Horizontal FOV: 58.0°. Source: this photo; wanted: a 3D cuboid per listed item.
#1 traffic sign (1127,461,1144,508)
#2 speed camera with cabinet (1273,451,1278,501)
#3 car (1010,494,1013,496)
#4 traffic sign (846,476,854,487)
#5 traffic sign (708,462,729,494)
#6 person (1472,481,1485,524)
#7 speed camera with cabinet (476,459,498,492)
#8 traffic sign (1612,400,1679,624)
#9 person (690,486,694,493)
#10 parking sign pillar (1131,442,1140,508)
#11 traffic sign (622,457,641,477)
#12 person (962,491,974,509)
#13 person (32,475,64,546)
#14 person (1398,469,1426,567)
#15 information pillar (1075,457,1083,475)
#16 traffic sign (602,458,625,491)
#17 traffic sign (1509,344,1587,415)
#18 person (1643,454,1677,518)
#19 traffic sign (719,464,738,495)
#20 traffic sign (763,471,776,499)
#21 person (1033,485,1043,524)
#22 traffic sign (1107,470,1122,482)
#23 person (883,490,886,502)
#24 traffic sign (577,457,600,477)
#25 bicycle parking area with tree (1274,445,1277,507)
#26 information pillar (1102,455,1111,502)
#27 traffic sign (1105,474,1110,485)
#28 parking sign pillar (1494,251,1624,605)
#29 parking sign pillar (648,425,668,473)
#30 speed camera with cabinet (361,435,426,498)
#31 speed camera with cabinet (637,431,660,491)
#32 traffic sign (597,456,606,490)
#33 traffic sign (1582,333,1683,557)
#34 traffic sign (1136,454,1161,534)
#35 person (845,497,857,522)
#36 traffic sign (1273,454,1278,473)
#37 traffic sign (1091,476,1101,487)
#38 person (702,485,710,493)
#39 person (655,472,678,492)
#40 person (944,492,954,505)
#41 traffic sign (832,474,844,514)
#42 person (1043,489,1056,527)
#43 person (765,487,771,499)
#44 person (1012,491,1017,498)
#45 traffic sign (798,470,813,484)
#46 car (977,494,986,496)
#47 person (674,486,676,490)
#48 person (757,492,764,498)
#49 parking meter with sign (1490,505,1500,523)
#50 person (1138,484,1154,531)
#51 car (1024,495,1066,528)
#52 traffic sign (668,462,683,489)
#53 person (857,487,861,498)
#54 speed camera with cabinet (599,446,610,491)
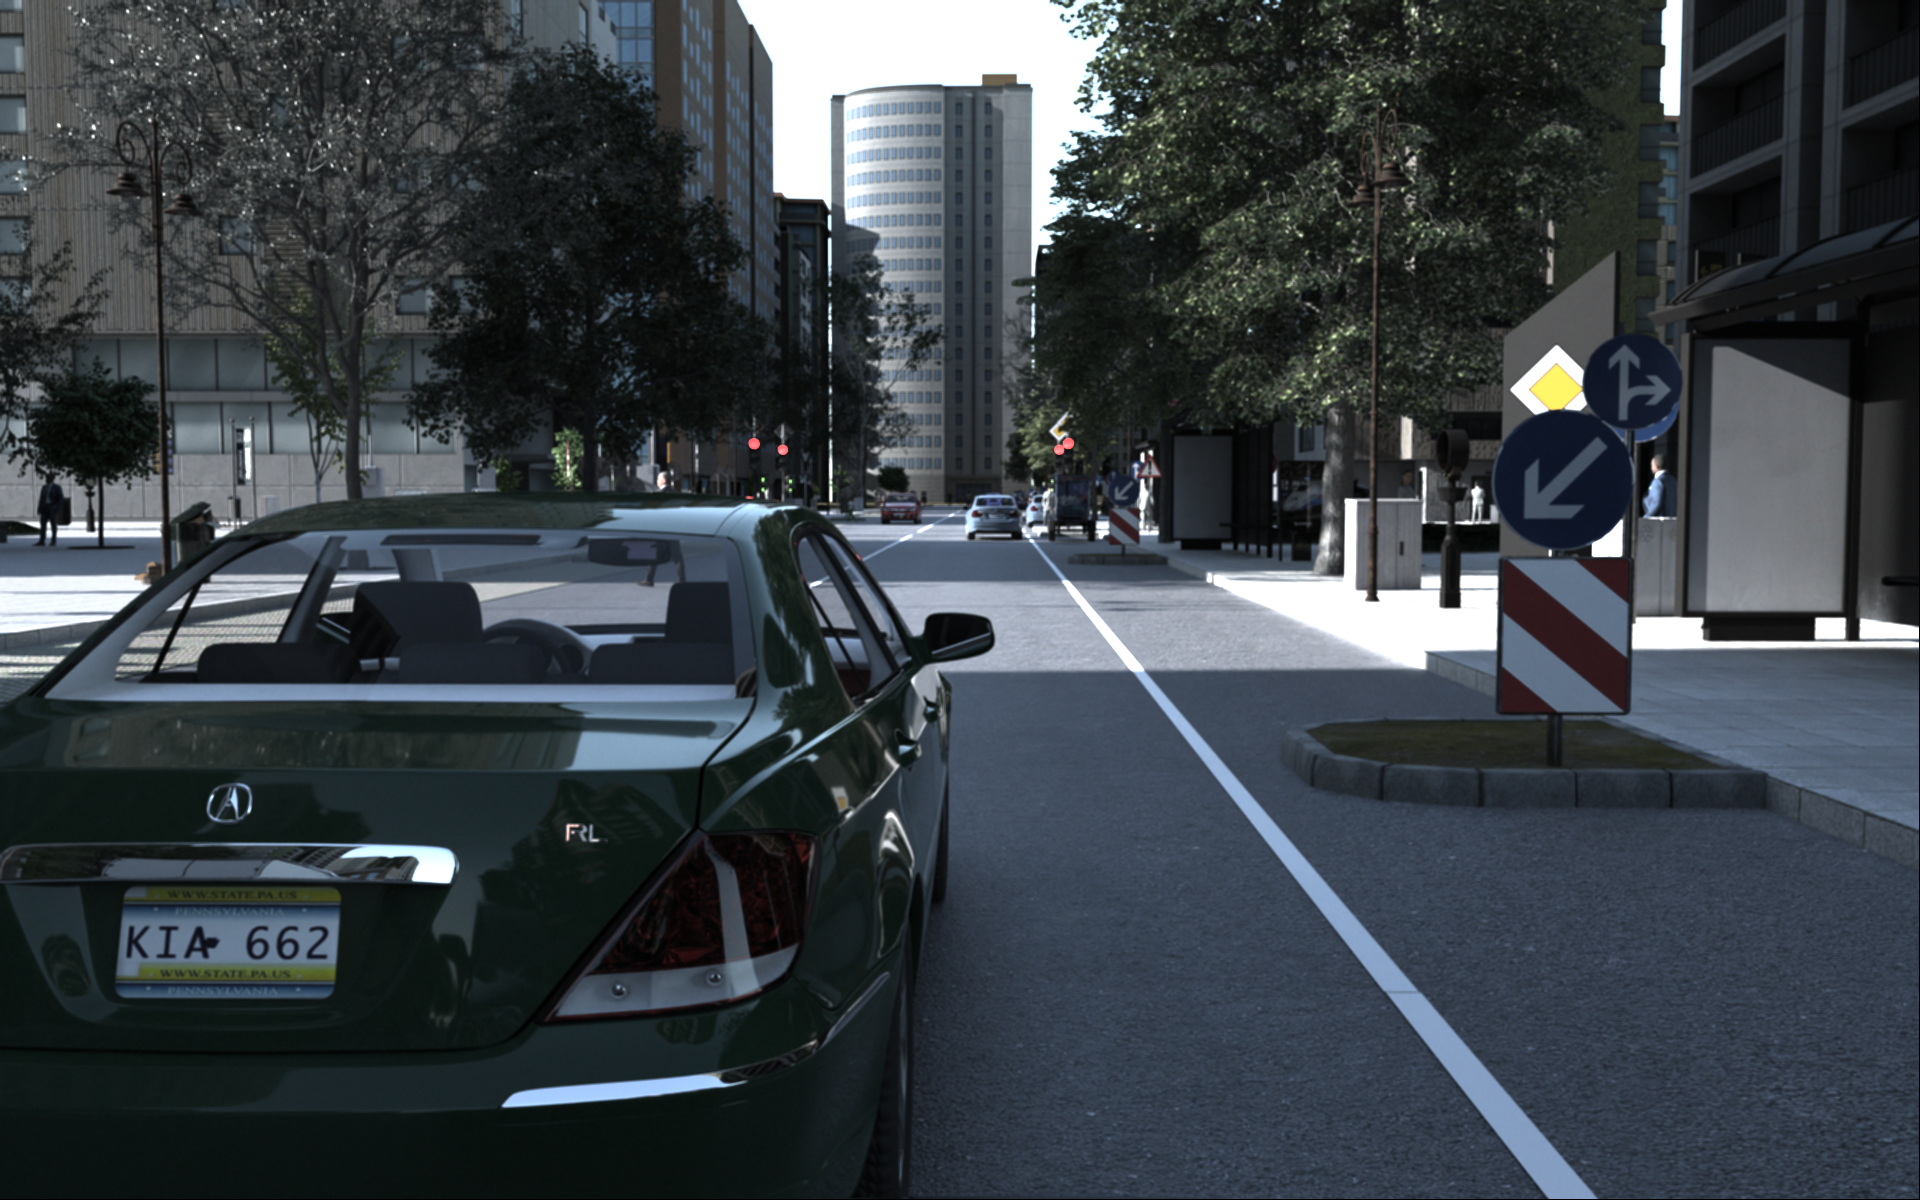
[{"bbox_3d":[6.746,-4.021,65.850,0.768,2.556,0.104,0,4,7],"label":"traffic sign"},{"bbox_3d":[10.784,-3.767,55.921,2.038,3.252,0.660,1,4,17],"label":"speed camera with cabinet"},{"bbox_3d":[5.811,-10.468,179.940,1.959,1.807,4.718,0,4,1],"label":"car"},{"bbox_3d":[-7.817,-7.460,122.070,0.768,2.556,0.104,1,4,11],"label":"traffic sign"},{"bbox_3d":[-9.881,-4.335,70.881,0.884,2.594,0.081,0,4,7],"label":"traffic sign"},{"bbox_3d":[21.056,-3.925,70.405,0.511,1.800,0.466,1,4,14],"label":"person"},{"bbox_3d":[-15.533,-3.824,56.850,0.660,3.252,2.038,-1,4,-11],"label":"speed camera with cabinet"},{"bbox_3d":[6.644,-1.036,17.051,0.768,2.556,0.104,1,4,11],"label":"traffic sign"},{"bbox_3d":[-18.002,-6.747,116.483,0.853,1.813,0.709,-1,4,-21],"label":"person"},{"bbox_3d":[9.114,-6.194,89.747,1.447,3.967,1.447,-1,4,-15],"label":"parking sign pillar"},{"bbox_3d":[-10.929,-3.495,57.253,0.768,2.556,0.104,0,4,4],"label":"traffic sign"},{"bbox_3d":[0.734,-8.700,151.456,1.217,1.736,0.721,1,4,10],"label":"person"},{"bbox_3d":[-22.605,-2.248,42.978,0.721,1.800,0.419,0,4,3],"label":"person"},{"bbox_3d":[7.859,-1.458,30.631,0.760,1.731,0.466,0,4,3],"label":"person"},{"bbox_3d":[7.503,-7.187,108.866,0.504,3.616,0.183,1,4,10],"label":"information pillar"},{"bbox_3d":[-11.180,-3.412,55.894,0.768,2.556,0.104,0,4,4],"label":"traffic sign"},{"bbox_3d":[5.243,-0.948,15.230,0.795,2.593,0.064,1,4,11],"label":"traffic sign"},{"bbox_3d":[9.225,-1.015,22.818,0.419,1.800,0.721,3,4,35],"label":"person"},{"bbox_3d":[-10.016,-4.575,74.810,0.884,2.594,0.081,0,4,4],"label":"traffic sign"},{"bbox_3d":[-10.599,-5.862,95.954,0.768,2.556,0.104,0,4,7],"label":"traffic sign"},{"bbox_3d":[3.856,-4.641,84.165,0.659,1.850,0.755,-1,4,-21],"label":"person"},{"bbox_3d":[8.161,-5.583,91.393,0.768,2.556,0.104,0,4,4],"label":"traffic sign"},{"bbox_3d":[-9.319,-12.706,214.341,0.434,1.755,0.990,-1,4,-10],"label":"person"},{"bbox_3d":[-12.104,-3.448,56.476,0.768,2.556,0.104,0,4,7],"label":"traffic sign"},{"bbox_3d":[19.702,-6.781,97.877,9.016,4.147,8.231,-2,4,-24],"label":"bicycle parking area with tree"},{"bbox_3d":[8.878,-6.940,104.816,0.504,3.616,0.183,1,4,15],"label":"information pillar"},{"bbox_3d":[9.127,-6.380,104.425,0.768,2.556,0.104,1,4,9],"label":"traffic sign"},{"bbox_3d":[6.909,-1.919,19.840,1.447,3.967,1.447,3,5,43],"label":"parking sign pillar"},{"bbox_3d":[-10.317,-4.318,59.063,1.447,3.967,1.447,-1,4,-20],"label":"parking sign pillar"},{"bbox_3d":[-19.095,-3.919,58.411,2.038,3.252,0.660,0,4,-8],"label":"speed camera with cabinet"},{"bbox_3d":[-9.640,-3.695,54.747,0.660,3.252,2.038,0,4,8],"label":"speed camera with cabinet"},{"bbox_3d":[-12.206,-3.564,58.385,0.768,2.556,0.104,1,4,9],"label":"traffic sign"},{"bbox_3d":[5.346,-0.841,13.858,0.768,2.556,0.104,0,4,8],"label":"traffic sign"},{"bbox_3d":[6.102,-3.407,55.711,0.884,2.594,0.081,0,4,4],"label":"traffic sign"},{"bbox_3d":[-5.483,-4.559,87.293,0.590,1.304,0.306,1,4,18],"label":"person"},{"bbox_3d":[9.003,-3.128,51.257,0.768,2.556,0.104,1,4,9],"label":"traffic sign"},{"bbox_3d":[9.292,-7.252,118.679,0.768,2.556,0.104,0,4,2],"label":"traffic sign"},{"bbox_3d":[-15.538,-6.131,106.087,0.655,1.846,0.447,3,4,36],"label":"person"},{"bbox_3d":[-4.585,-1.087,26.670,0.834,1.777,0.661,1,4,23],"label":"person"},{"bbox_3d":[-1.190,-11.703,200.365,1.217,1.766,0.721,1,4,11],"label":"person"},{"bbox_3d":[-7.847,-6.788,111.084,0.768,2.556,0.104,0,4,8],"label":"traffic sign"},{"bbox_3d":[3.560,-3.683,68.820,0.635,1.810,0.391,1,4,10],"label":"person"},{"bbox_3d":[-13.061,-6.831,117.843,0.709,1.813,0.853,3,5,44],"label":"person"},{"bbox_3d":[4.962,-8.876,154.554,0.436,1.711,0.756,-3,4,-37],"label":"person"},{"bbox_3d":[-8.504,-5.836,95.147,0.795,2.593,0.064,0,4,3],"label":"traffic sign"},{"bbox_3d":[2.529,-11.087,191.065,2.009,1.686,4.222,0,4,2],"label":"car"},{"bbox_3d":[-19.730,-6.940,119.620,0.679,1.850,0.850,2,4,34],"label":"person"},{"bbox_3d":[-12.934,-6.452,112.378,0.643,1.720,0.563,-3,5,-42],"label":"person"},{"bbox_3d":[21.141,-4.338,67.182,0.543,3.016,1.738,3,5,41],"label":"parking meter with sign"},{"bbox_3d":[6.765,-3.315,62.798,0.635,1.810,0.391,1,4,16],"label":"person"},{"bbox_3d":[3.777,-3.863,75.156,2.014,1.417,4.499,0,4,1],"label":"car"},{"bbox_3d":[-11.296,-4.163,68.172,0.768,2.556,0.104,0,4,2],"label":"traffic sign"},{"bbox_3d":[-7.567,-7.597,130.362,0.767,1.812,0.694,0,4,-4],"label":"person"},{"bbox_3d":[-13.720,-4.575,69.130,2.038,3.252,0.660,-2,4,-28],"label":"speed camera with cabinet"}]
